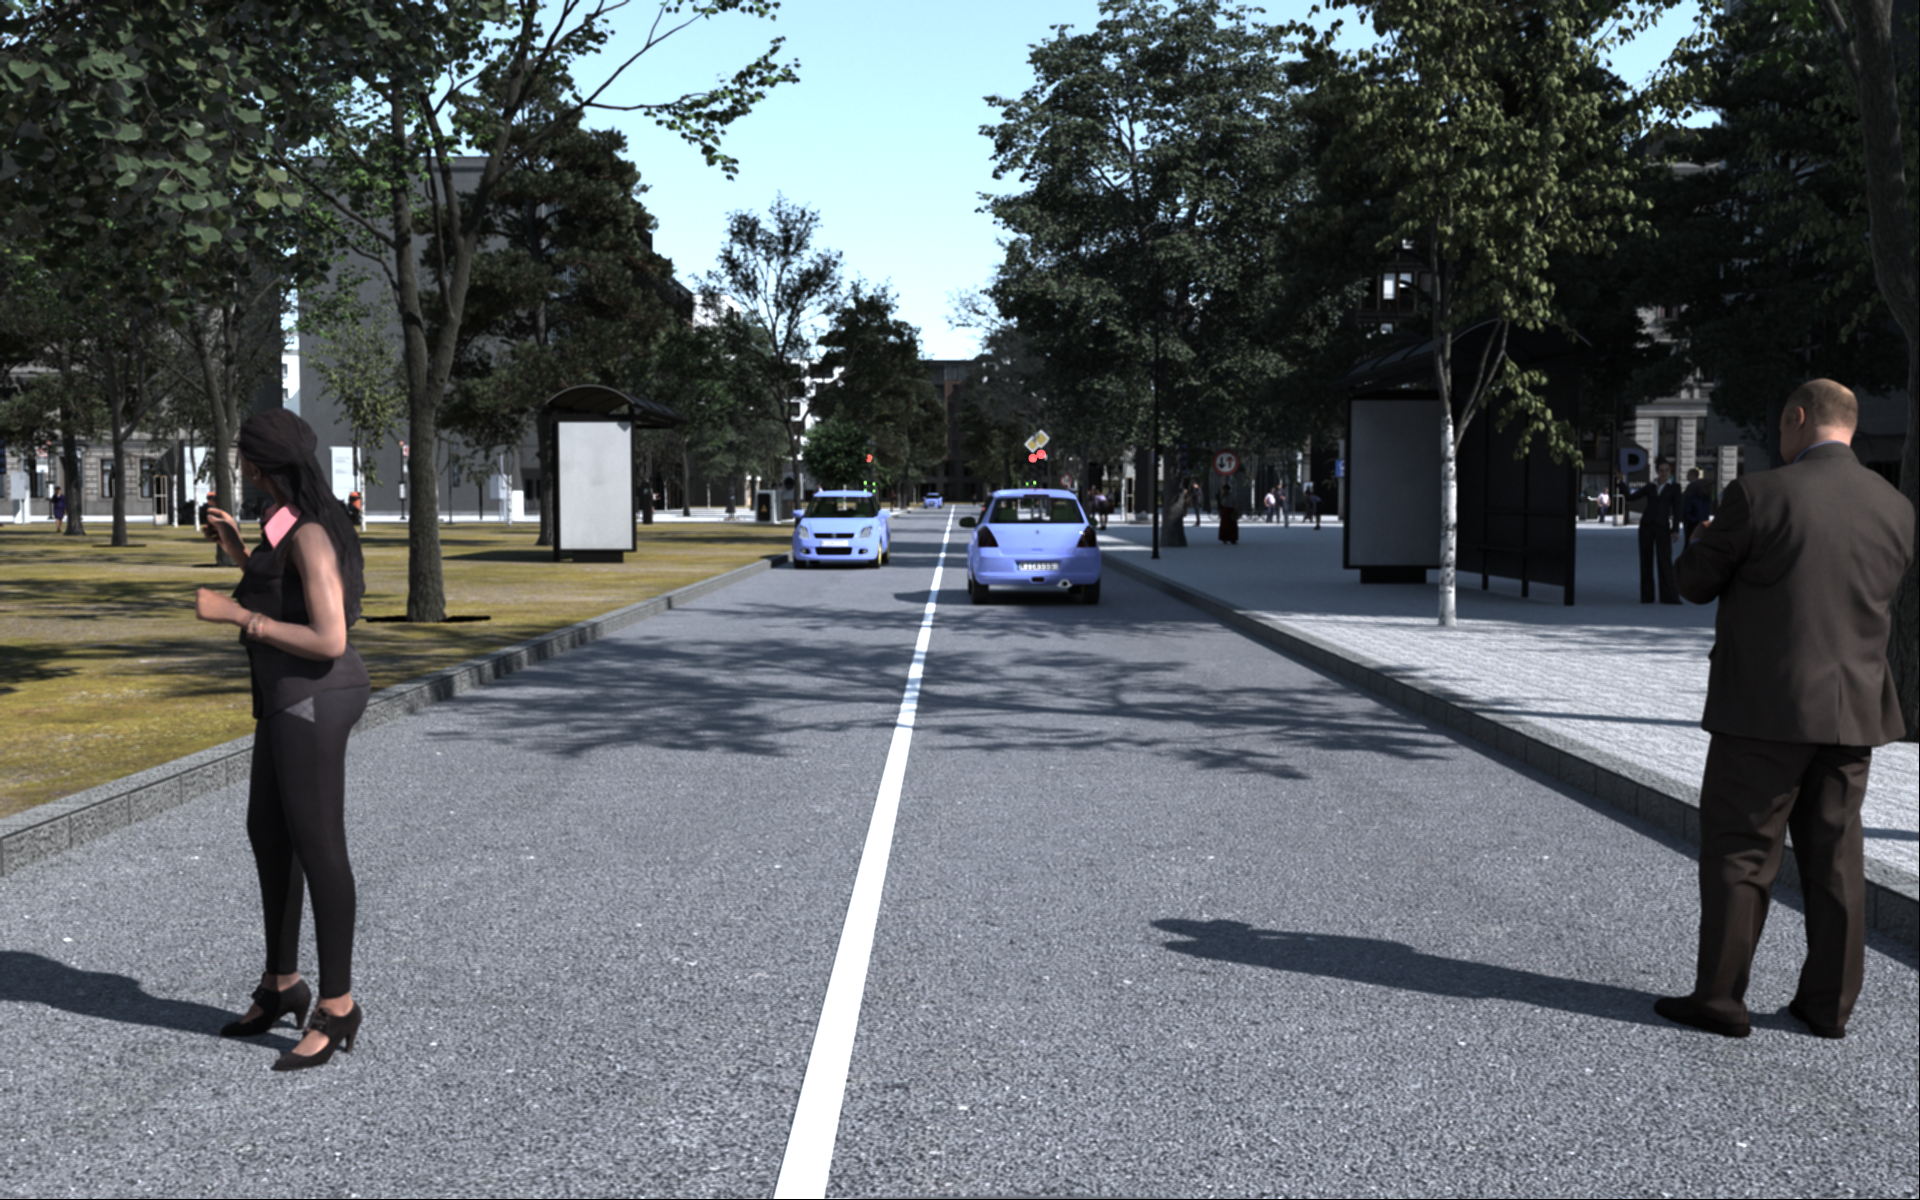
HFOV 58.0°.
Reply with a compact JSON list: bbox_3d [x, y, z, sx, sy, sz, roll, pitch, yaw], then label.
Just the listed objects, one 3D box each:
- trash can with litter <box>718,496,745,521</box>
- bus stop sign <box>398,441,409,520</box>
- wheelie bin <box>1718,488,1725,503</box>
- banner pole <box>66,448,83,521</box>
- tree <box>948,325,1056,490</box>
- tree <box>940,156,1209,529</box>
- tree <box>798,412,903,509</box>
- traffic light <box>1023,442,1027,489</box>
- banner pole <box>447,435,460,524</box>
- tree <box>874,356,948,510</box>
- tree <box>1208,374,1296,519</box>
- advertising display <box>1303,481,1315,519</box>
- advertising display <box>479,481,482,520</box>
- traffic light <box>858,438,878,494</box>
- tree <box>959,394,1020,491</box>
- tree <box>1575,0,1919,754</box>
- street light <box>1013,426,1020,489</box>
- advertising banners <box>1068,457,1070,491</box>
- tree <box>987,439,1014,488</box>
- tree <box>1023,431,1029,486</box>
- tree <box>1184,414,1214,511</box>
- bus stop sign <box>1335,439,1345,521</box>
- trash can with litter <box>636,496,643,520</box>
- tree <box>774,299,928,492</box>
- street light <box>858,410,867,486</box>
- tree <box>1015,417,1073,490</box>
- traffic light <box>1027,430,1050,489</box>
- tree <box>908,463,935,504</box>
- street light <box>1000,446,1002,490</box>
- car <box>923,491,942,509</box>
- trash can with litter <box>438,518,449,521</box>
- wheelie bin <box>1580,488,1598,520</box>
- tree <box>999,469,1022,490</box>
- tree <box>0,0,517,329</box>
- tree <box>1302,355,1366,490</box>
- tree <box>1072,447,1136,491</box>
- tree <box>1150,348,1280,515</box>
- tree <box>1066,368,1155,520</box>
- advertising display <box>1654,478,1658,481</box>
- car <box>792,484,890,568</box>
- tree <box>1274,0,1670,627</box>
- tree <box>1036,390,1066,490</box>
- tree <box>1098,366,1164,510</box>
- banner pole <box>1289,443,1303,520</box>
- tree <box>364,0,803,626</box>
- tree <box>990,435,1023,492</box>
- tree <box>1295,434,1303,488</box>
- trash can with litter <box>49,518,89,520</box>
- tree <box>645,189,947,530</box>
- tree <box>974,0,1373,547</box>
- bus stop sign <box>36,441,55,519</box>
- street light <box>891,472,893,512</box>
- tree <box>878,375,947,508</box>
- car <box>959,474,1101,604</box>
[{"bbox_3d":[-10.983,-4.505,84.707,1.678,1.210,2.233,0,4,7],"label":"trash can with litter"},{"bbox_3d":[-27.725,-6.000,86.811,0.855,3.939,0.416,-1,4,-9],"label":"bus stop sign"},{"bbox_3d":[37.382,-4.671,84.281,0.980,1.594,0.693,0,4,3],"label":"wheelie bin"},{"bbox_3d":[-42.256,-5.664,82.621,0.401,3.779,0.863,3,4,37],"label":"banner pole"},{"bbox_3d":[3.388,-13.361,125.877,7.806,13.903,7.818,0,3,0],"label":"tree"},{"bbox_3d":[4.476,-9.334,62.974,12.009,13.543,11.850,0,3,0],"label":"tree"},{"bbox_3d":[-4.886,-5.234,69.283,4.285,4.588,4.351,0,3,0],"label":"tree"},{"bbox_3d":[3.434,-5.701,82.449,0.839,4.213,0.868,0,3,0],"label":"traffic light"},{"bbox_3d":[-21.497,-5.106,73.506,0.863,3.779,0.401,2,4,35],"label":"banner pole"},{"bbox_3d":[-4.362,-14.342,141.919,7.806,13.903,7.818,0,3,0],"label":"tree"},{"bbox_3d":[14.873,-8.495,89.253,4.360,8.622,3.978,0,3,0],"label":"tree"},{"bbox_3d":[17.740,-5.067,88.065,0.123,1.923,0.974,-1,4,-20],"label":"advertising display"},{"bbox_3d":[-23.912,-4.967,86.419,0.123,1.923,0.974,-1,4,-15],"label":"advertising display"},{"bbox_3d":[-4.327,-5.699,82.417,0.839,4.213,0.868,0,3,0],"label":"traffic light"},{"bbox_3d":[3.790,-15.885,177.844,7.486,12.596,7.792,0,3,0],"label":"tree"},{"bbox_3d":[4.890,-5.068,8.621,9.928,11.665,9.643,0,3,0],"label":"tree"},{"bbox_3d":[3.842,-8.869,117.798,0.468,5.910,1.993,0,3,0],"label":"street light"},{"bbox_3d":[5.171,-5.315,83.094,0.090,3.025,2.074,0,4,1],"label":"advertising banners"},{"bbox_3d":[4.311,-13.253,167.040,4.737,8.622,4.395,0,3,0],"label":"tree"},{"bbox_3d":[6.776,-9.585,107.069,4.360,8.622,3.978,0,3,0],"label":"tree"},{"bbox_3d":[18.510,-12.710,129.869,6.751,12.117,7.091,0,3,0],"label":"tree"},{"bbox_3d":[18.562,-5.777,83.466,0.837,3.901,0.837,1,4,21],"label":"bus stop sign"},{"bbox_3d":[-16.764,-4.654,87.155,1.678,1.210,2.233,3,5,41],"label":"trash can with litter"},{"bbox_3d":[-5.205,-10.507,93.842,6.751,12.117,7.091,0,3,0],"label":"tree"},{"bbox_3d":[-4.712,-6.724,82.725,0.468,5.910,1.993,0,3,0],"label":"street light"},{"bbox_3d":[7.011,-10.165,116.564,4.737,8.622,4.395,0,3,0],"label":"tree"},{"bbox_3d":[3.451,-5.212,74.464,0.839,4.213,0.868,0,3,0],"label":"traffic light"},{"bbox_3d":[-5.506,-16.172,214.781,4.360,8.622,3.978,0,3,0],"label":"tree"},{"bbox_3d":[3.698,-11.281,157.227,0.468,5.910,1.993,0,3,0],"label":"street light"},{"bbox_3d":[-2.703,-9.967,172.545,1.945,1.707,3.694,0,4,2],"label":"car"},{"bbox_3d":[-25.258,-4.386,82.771,1.678,1.210,2.233,-2,4,-25],"label":"trash can with litter"},{"bbox_3d":[31.556,-4.833,86.922,0.980,1.594,0.693,-1,4,-19],"label":"wheelie bin"},{"bbox_3d":[3.990,-8.425,132.349,1.663,3.219,1.824,0,3,0],"label":"tree"},{"bbox_3d":[-5.130,-6.177,7.656,9.857,13.997,8.962,0,3,0],"label":"tree"},{"bbox_3d":[20.400,-8.528,89.798,4.360,8.622,3.978,0,3,0],"label":"tree"},{"bbox_3d":[13.059,-13.233,150.771,8.767,10.594,7.601,-2,4,-27],"label":"tree"},{"bbox_3d":[16.838,-11.134,116.454,8.767,10.594,7.601,1,4,12],"label":"tree"},{"bbox_3d":[7.831,-8.283,85.793,4.360,8.622,3.978,0,3,0],"label":"tree"},{"bbox_3d":[28.646,-4.040,71.274,0.123,1.923,0.974,2,4,27],"label":"advertising display"},{"bbox_3d":[-2.333,-1.523,34.493,1.945,1.707,3.694,0,4,2],"label":"car"},{"bbox_3d":[4.893,-4.038,16.385,4.737,8.622,4.395,0,3,0],"label":"tree"},{"bbox_3d":[6.279,-8.573,90.531,4.360,8.622,3.978,0,3,0],"label":"tree"},{"bbox_3d":[14.606,-14.222,139.949,7.806,13.903,7.818,0,3,0],"label":"tree"},{"bbox_3d":[16.724,-5.866,85.932,0.863,3.779,0.401,-3,5,-39],"label":"banner pole"},{"bbox_3d":[-5.280,-5.597,17.259,9.928,11.665,9.643,0,3,0],"label":"tree"},{"bbox_3d":[4.650,-11.456,137.669,4.360,8.622,3.978,0,3,0],"label":"tree"},{"bbox_3d":[17.672,-8.889,95.693,4.360,8.622,3.978,0,3,0],"label":"tree"},{"bbox_3d":[-44.342,-4.607,86.377,1.678,1.210,2.233,-3,4,-39],"label":"trash can with litter"},{"bbox_3d":[-4.893,-7.222,52.487,8.767,10.594,7.601,-1,4,-11],"label":"tree"},{"bbox_3d":[5.099,-8.270,41.866,9.857,13.997,8.962,0,3,0],"label":"tree"},{"bbox_3d":[-46.261,-6.048,87.591,0.416,3.939,0.855,2,4,35],"label":"bus stop sign"},{"bbox_3d":[-4.862,-9.182,122.913,0.468,5.910,1.993,0,3,0],"label":"street light"},{"bbox_3d":[-5.825,-15.642,162.408,9.857,13.997,8.962,0,3,0],"label":"tree"},{"bbox_3d":[0.962,-0.872,23.848,1.945,1.707,3.694,0,4,-1],"label":"car"}]
